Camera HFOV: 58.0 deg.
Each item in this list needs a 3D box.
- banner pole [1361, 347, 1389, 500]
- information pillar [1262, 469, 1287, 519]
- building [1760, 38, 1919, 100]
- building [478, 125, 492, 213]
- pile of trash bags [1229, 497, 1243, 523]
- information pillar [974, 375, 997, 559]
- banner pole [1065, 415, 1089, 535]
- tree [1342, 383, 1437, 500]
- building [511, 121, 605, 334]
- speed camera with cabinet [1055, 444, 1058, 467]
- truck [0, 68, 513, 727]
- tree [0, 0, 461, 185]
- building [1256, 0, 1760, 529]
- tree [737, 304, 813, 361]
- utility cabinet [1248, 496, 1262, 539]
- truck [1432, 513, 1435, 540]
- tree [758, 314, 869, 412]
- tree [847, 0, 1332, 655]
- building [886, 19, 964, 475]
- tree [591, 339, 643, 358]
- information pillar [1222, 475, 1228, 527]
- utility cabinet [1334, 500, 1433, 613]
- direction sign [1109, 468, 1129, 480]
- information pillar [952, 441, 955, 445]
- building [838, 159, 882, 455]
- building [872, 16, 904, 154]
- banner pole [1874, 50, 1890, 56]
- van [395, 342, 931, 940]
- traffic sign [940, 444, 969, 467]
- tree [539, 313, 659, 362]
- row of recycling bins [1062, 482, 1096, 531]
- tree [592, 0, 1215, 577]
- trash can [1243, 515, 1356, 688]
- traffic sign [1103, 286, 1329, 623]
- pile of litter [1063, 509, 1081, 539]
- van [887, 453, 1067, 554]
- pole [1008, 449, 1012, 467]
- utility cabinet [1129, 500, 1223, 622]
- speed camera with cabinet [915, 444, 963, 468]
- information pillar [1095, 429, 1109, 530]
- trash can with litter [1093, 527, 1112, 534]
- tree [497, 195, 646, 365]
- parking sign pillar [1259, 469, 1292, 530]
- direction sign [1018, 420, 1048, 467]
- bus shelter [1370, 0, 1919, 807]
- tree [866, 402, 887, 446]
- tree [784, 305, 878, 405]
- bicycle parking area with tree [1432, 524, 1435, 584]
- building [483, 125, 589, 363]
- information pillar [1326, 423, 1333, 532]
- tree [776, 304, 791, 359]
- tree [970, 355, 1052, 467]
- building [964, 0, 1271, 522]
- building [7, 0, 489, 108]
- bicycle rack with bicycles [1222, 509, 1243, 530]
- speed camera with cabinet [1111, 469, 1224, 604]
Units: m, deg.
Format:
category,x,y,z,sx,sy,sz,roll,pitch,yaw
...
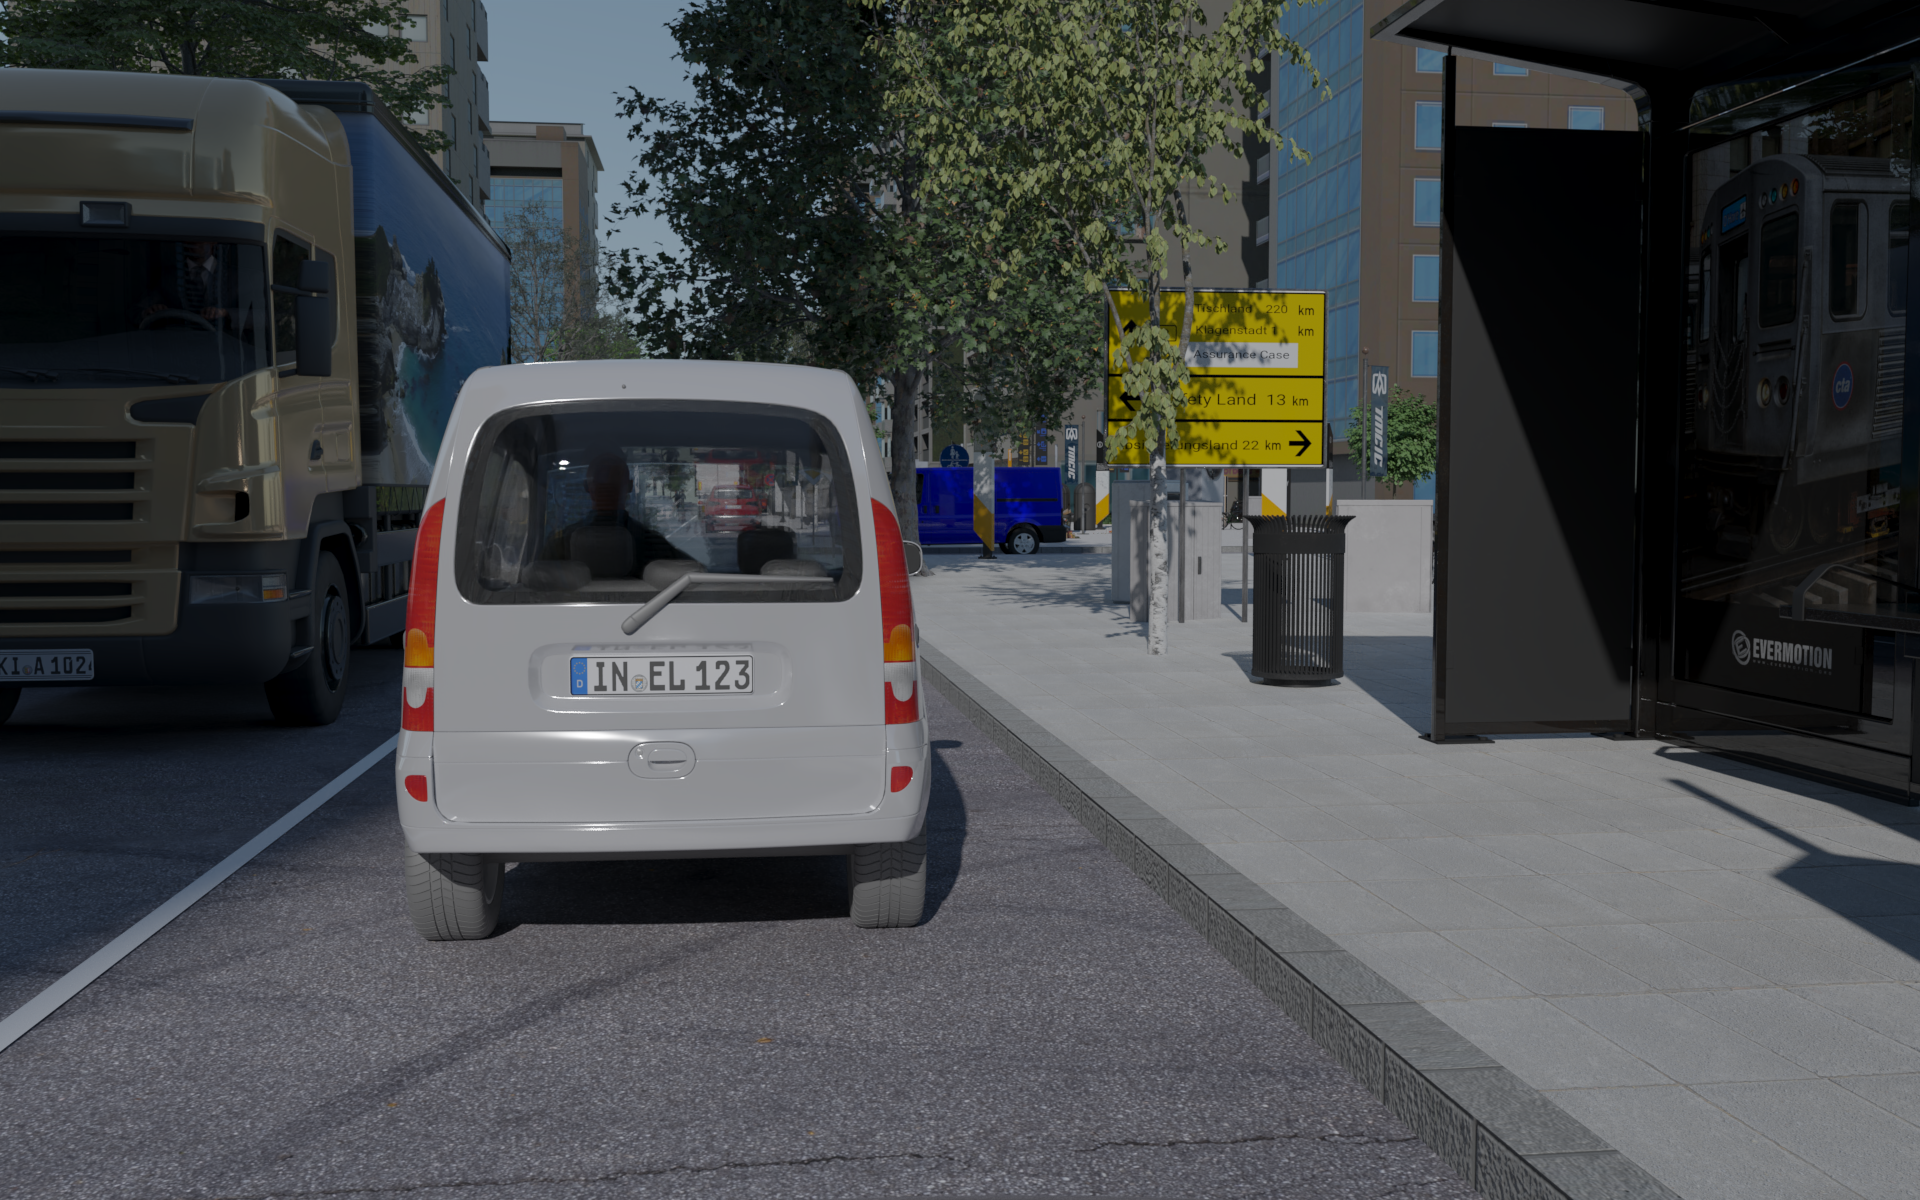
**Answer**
category,x,y,z,sx,sy,sz,roll,pitch,yaw
banner pole,7.073,-2.426,29.684,0.863,3.779,0.401,-3,4,-38
information pillar,6.114,-2.583,33.580,0.504,3.616,0.183,1,4,15
building,42.126,-25.496,66.964,14.200,45.320,14.600,0,4,-8
building,-54.774,-28.078,150.952,32.217,40.220,23.993,0,4,-8
pile of trash bags,11.291,-4.150,77.606,3.447,1.369,1.912,1,4,22
information pillar,0.483,-2.620,34.187,0.504,3.616,0.183,3,5,41
banner pole,3.690,-3.970,54.934,0.863,3.779,0.401,-1,4,-16
tree,12.962,-4.134,51.310,4.285,4.588,4.351,0,3,0
building,-66.046,-40.295,248.063,28.713,52.752,27.495,0,4,-8
speed camera with cabinet,3.445,-4.595,69.470,0.660,3.252,2.038,-1,4,-17
truck,-5.509,-1.530,13.934,2.839,4.237,11.283,0,4,-8
tree,-10.933,-6.514,24.628,7.486,12.596,7.792,0,3,0
building,20.065,-25.337,64.378,14.200,45.320,14.600,0,4,-8
tree,-11.546,-12.388,109.198,9.857,13.997,8.962,0,3,0
utility cabinet,8.637,-2.328,49.232,0.306,1.237,1.020,-2,4,-34
truck,18.967,-3.178,41.718,18.799,4.110,2.967,0,4,-8
tree,-7.959,-9.235,85.407,7.601,10.594,8.767,-1,4,-18
tree,1.352,-3.866,13.564,4.737,8.622,4.395,0,3,0
building,4.895,-43.067,142.405,20.563,71.187,20.611,0,4,-8
tree,-25.550,-13.850,133.101,9.857,13.997,8.962,0,3,0
information pillar,10.348,-3.895,68.182,0.304,2.012,0.304,2,4,27
utility cabinet,4.600,-0.471,18.868,1.020,1.237,0.306,0,4,7
direction sign,5.703,-4.335,62.882,0.876,3.537,0.379,1,4,9
information pillar,-0.141,-5.162,75.758,0.504,3.616,0.183,0,4,-4
building,-8.824,-35.208,225.753,14.600,45.320,14.200,0,4,-8
building,2.938,-33.606,169.059,23.786,49.044,30.456,0,4,-8
banner pole,4.786,-1.161,8.997,0.401,3.779,0.863,3,4,39
van,-1.098,0.001,7.003,2.013,2.044,4.112,0,4,-7
traffic sign,-0.141,-2.713,44.464,0.768,2.556,0.104,0,3,0
tree,-20.582,-10.509,97.582,9.928,11.665,9.643,0,3,0
row of recycling bins,3.171,-3.333,61.601,3.534,1.692,1.069,2,4,26
tree,-0.859,-6.716,26.817,9.611,12.733,9.660,0,3,0
trash can,2.274,0.000,11.649,0.748,1.137,0.748,0,3,0
traffic sign,2.529,-1.425,17.170,2.265,3.308,0.079,0,4,-7
pile of litter,2.852,-2.222,50.301,1.176,0.858,1.719,-1,4,-14
van,-0.302,-2.111,38.891,5.245,2.365,2.240,0,4,-6
pole,2.264,-5.181,78.559,0.158,3.312,0.155,0,3,0
utility cabinet,2.213,-0.398,17.675,1.020,1.237,0.306,-2,4,-35
speed camera with cabinet,-0.828,-3.154,45.912,0.660,3.252,2.038,-3,5,-40
information pillar,5.117,-4.337,62.270,0.504,3.616,0.183,2,4,25
trash can with litter,5.541,-2.737,55.805,2.233,1.210,1.678,2,4,35
tree,-17.439,-9.899,72.226,12.009,13.543,11.850,0,3,0
parking sign pillar,11.341,-4.514,62.271,1.447,3.967,1.447,-3,5,-42
direction sign,1.974,-3.368,47.056,0.876,3.537,0.379,2,4,28
bus shelter,3.340,-0.896,5.925,1.731,3.624,6.357,0,4,-8
tree,-3.754,-4.129,51.222,4.285,4.588,4.351,0,3,0
tree,-4.724,-6.540,57.288,4.360,8.622,3.978,0,3,0
bicycle parking area with tree,10.132,-2.221,23.322,8.231,4.147,9.016,0,4,7
building,-53.386,-34.498,214.157,14.600,45.320,14.200,0,4,-8
information pillar,12.161,-4.015,57.007,0.183,3.616,0.504,2,4,26
tree,-17.948,-18.719,161.944,12.611,20.169,13.585,0,3,0
tree,2.400,-7.047,65.578,4.360,8.622,3.978,0,3,0
building,12.174,-28.463,89.070,21.300,48.544,21.600,0,4,-8
building,-49.207,-32.790,125.359,28.713,52.752,27.495,0,4,-8
bicycle rack with bicycles,8.921,-3.007,62.545,2.925,0.926,2.852,1,4,18
speed camera with cabinet,2.537,-1.624,20.892,0.660,3.252,2.038,2,4,32
